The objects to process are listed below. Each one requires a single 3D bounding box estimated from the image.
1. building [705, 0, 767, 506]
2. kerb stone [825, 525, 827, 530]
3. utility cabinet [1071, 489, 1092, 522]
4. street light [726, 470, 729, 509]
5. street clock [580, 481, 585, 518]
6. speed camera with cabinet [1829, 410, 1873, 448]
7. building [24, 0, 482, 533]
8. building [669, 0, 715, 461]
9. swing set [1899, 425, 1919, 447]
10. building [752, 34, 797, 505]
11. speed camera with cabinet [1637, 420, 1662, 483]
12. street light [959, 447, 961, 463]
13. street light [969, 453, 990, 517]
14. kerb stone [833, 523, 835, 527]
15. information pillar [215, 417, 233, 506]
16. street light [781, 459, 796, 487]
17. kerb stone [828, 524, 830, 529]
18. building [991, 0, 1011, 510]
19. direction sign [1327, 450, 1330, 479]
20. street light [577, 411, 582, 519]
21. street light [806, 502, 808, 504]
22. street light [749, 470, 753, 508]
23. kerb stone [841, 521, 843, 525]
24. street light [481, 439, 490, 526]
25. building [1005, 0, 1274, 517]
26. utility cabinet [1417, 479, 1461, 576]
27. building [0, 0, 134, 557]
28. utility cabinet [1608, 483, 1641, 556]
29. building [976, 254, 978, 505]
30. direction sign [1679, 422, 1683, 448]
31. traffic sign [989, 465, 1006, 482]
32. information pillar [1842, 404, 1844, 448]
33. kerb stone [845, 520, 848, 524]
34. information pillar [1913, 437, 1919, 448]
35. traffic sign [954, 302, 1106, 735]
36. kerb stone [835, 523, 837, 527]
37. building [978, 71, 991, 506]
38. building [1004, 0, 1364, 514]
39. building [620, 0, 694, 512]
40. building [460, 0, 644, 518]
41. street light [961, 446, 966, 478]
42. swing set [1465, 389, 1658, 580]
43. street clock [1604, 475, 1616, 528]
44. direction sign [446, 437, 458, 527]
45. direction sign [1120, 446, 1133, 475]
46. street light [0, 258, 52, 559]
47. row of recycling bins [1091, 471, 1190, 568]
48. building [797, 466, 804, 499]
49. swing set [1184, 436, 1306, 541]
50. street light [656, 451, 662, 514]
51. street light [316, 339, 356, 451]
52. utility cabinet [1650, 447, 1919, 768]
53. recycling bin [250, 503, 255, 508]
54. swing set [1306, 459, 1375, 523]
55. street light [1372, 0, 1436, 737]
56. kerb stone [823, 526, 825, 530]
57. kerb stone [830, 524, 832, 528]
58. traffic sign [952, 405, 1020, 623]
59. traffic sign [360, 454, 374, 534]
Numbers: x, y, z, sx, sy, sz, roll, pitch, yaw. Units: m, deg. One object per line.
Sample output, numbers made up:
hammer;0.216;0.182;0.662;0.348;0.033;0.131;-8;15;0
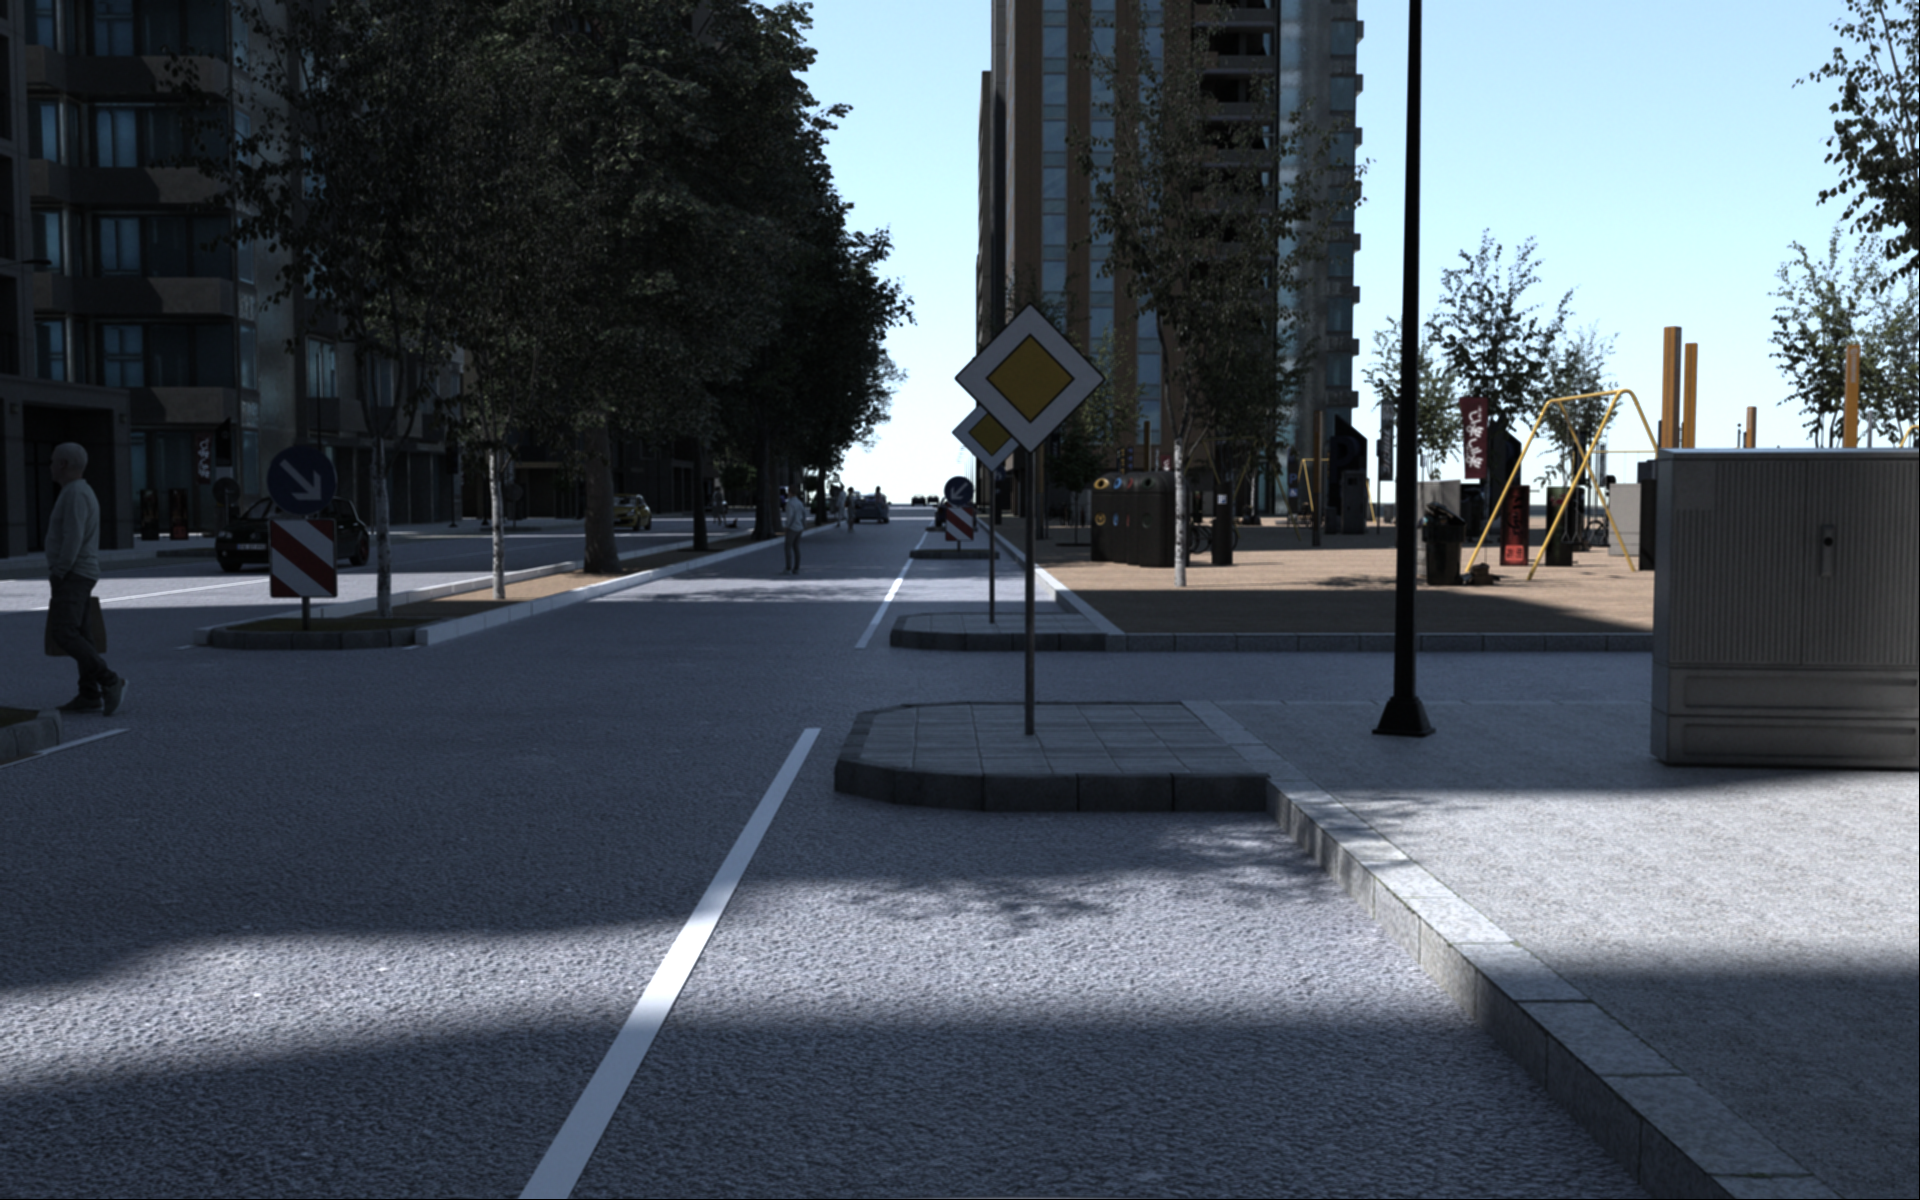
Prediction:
building;-35.612;-36.733;189.824;28.713;52.752;27.495;0;4;0
kerb stone;-5.447;-2.805;68.151;0.120;0.150;1.000;0;4;0
utility cabinet;5.575;-4.324;79.374;0.318;1.500;1.173;-3;4;-36
street light;-19.294;-10.691;147.345;1.470;5.913;1.316;0;4;0
street clock;-20.218;-5.382;92.568;0.358;2.002;0.471;-1;4;-16
speed camera with cabinet;20.750;-2.842;40.808;2.038;3.252;0.660;0;4;7
building;-33.178;-27.432;68.118;23.786;49.044;30.456;0;4;0
building;-28.617;-30.456;148.065;14.600;45.320;14.200;0;4;0
swing set;21.614;-2.479;38.152;2.862;2.851;3.119;0;4;4
building;-32.443;-41.354;218.136;21.231;58.520;28.212;0;4;0
speed camera with cabinet;19.306;-3.216;46.911;2.038;3.252;0.660;-2;4;-24
street light;0.862;-10.882;150.465;1.470;5.913;1.316;0;4;0
street light;1.299;-7.651;97.637;1.470;5.913;1.316;0;4;0
kerb stone;-5.479;-3.123;73.281;0.120;0.150;1.000;0;4;0
information pillar;-22.238;-3.733;52.386;0.504;3.616;0.183;0;4;4
street light;-19.618;-13.650;195.719;1.470;5.913;1.316;0;4;0
kerb stone;-5.457;-2.936;70.199;0.120;0.150;1.000;0;4;0
building;13.205;-37.338;152.477;21.231;58.520;28.212;0;4;0
direction sign;19.148;-5.972;89.632;0.379;3.537;0.876;0;4;-5
street light;-18.814;-7.053;87.851;1.470;5.913;1.316;0;4;0
street light;-19.700;-14.725;213.292;1.470;5.913;1.316;0;4;0
street light;-19.352;-11.771;164.990;1.470;5.913;1.316;0;4;0
kerb stone;-5.510;-3.436;78.411;0.120;0.150;1.000;0;4;0
street light;-18.820;-5.989;70.455;1.470;5.913;1.316;0;4;0
building;9.807;-27.559;100.693;14.600;45.320;14.200;0;4;0
utility cabinet;7.328;-1.099;26.642;0.318;1.500;1.173;0;4;-4
building;-29.608;-36.437;33.995;20.563;71.187;20.611;0;4;0
utility cabinet;13.990;-1.649;35.636;1.173;1.500;0.318;2;4;28
building;8.902;-26.767;209.342;14.160;30.474;14.107;0;4;0
direction sign;22.715;-3.842;54.806;0.379;3.537;0.876;-3;4;-38
traffic sign;1.625;-4.586;75.087;0.768;2.556;0.104;0;4;5
information pillar;22.536;-3.219;43.988;0.183;3.616;0.504;0;4;0
kerb stone;-5.561;-3.748;83.542;0.120;0.150;1.000;0;4;0
information pillar;35.830;-4.487;64.716;0.504;3.616;0.183;0;4;-5
traffic sign;0.368;-0.338;9.175;0.795;2.450;0.064;0;4;0
kerb stone;-5.491;-3.182;74.306;0.120;0.150;1.000;0;4;0
building;12.852;-34.697;190.996;21.300;48.544;21.600;0;4;0
building;15.165;-30.782;122.902;23.786;49.044;30.456;0;4;0
building;-30.516;-42.302;129.890;20.563;71.187;20.611;0;4;0
building;-31.922;-27.607;105.993;22.147;44.769;28.867;0;4;0
street light;1.023;-9.818;133.070;1.470;5.913;1.316;0;4;0
swing set;9.814;-1.798;27.025;2.862;2.851;3.119;0;4;-2
street clock;24.923;-3.785;66.462;0.358;2.002;0.471;-1;4;-12
direction sign;-19.666;-4.594;67.115;0.379;3.537;0.876;-3;5;-44
direction sign;7.864;-5.501;81.941;0.379;3.537;0.876;-3;4;-38
street light;-18.587;-3.775;34.268;1.470;5.913;1.316;0;4;0
row of recycling bins;3.307;-1.508;31.766;1.069;1.692;3.534;-1;4;-14
building;-29.211;-36.072;239.886;14.600;45.320;14.200;0;4;0
swing set;7.421;-3.096;48.244;2.862;2.851;3.119;-2;4;-27
street light;-19.001;-8.546;112.263;1.470;5.913;1.316;0;4;0
street light;-18.665;-4.854;51.908;1.470;5.913;1.316;0;4;0
utility cabinet;3.913;0.033;8.138;1.173;1.500;0.318;0;4;8
recycling bin;-19.433;-2.198;48.487;0.722;1.027;0.722;-1;4;-14
swing set;16.584;-4.896;77.662;3.119;2.851;2.862;-1;4;-12
street light;1.846;-2.238;9.135;1.470;5.913;1.316;0;4;0
kerb stone;-5.443;-2.747;67.112;0.120;0.150;1.000;0;4;0
kerb stone;-5.470;-2.994;71.224;0.120;0.150;1.000;0;4;0
traffic sign;0.315;-0.827;17.160;0.795;2.450;0.064;0;4;0
traffic sign;-18.897;-3.396;55.631;0.768;2.556;0.104;0;4;2
